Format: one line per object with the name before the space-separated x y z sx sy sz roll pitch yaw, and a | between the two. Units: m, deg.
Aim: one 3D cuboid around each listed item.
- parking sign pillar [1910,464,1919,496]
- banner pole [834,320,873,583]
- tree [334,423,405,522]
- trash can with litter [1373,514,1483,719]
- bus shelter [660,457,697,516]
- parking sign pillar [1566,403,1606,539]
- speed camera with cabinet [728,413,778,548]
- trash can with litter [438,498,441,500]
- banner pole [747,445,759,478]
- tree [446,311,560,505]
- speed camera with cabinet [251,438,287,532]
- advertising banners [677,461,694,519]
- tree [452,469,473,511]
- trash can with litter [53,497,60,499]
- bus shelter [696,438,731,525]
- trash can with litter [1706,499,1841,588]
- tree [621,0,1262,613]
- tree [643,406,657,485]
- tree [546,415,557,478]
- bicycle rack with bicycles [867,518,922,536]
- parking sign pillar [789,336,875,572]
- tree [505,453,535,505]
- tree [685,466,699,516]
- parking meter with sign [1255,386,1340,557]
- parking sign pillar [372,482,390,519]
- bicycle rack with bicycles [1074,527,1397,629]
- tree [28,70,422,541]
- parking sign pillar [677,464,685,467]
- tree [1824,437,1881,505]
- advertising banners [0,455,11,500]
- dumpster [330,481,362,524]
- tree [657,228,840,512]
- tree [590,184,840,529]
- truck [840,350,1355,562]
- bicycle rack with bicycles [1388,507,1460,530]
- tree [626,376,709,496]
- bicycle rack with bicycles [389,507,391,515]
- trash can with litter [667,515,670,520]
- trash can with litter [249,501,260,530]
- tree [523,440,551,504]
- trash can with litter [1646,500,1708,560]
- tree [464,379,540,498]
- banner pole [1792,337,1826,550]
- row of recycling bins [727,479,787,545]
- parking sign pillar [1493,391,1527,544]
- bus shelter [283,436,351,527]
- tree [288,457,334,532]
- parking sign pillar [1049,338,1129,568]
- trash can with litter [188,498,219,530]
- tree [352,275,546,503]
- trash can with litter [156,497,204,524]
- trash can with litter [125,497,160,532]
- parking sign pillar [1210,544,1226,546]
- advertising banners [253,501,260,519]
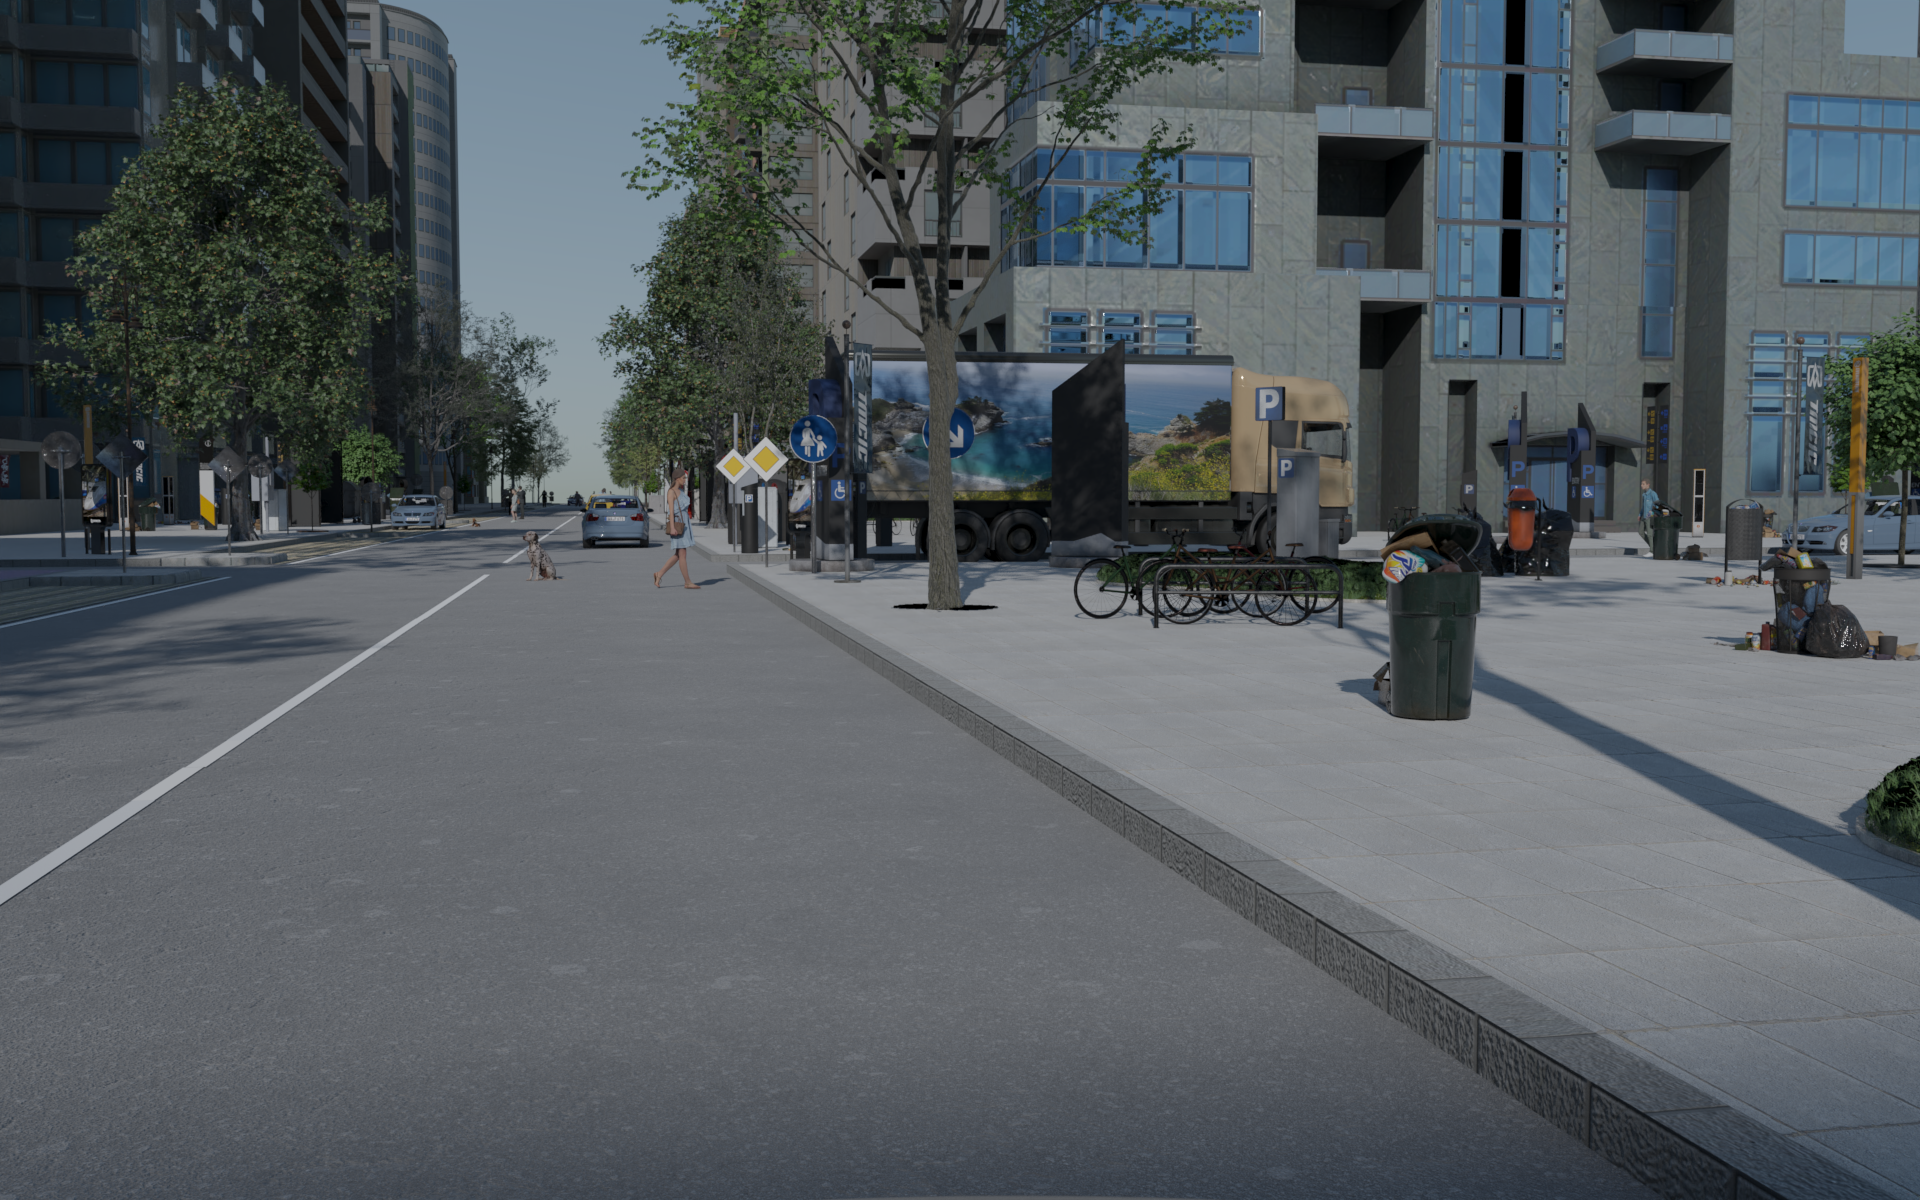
parking sign pillar | 40.880 -5.232 74.018 1.447 3.967 1.447 2 4 29
banner pole | -1.506 -2.153 25.217 0.401 3.779 0.863 2 4 33
tree | -27.081 -5.830 79.038 4.285 4.588 4.351 0 3 0
trash can with litter | 2.655 0.074 10.174 0.624 1.170 1.055 0 4 -2
bus shelter | -15.882 -6.359 97.889 2.014 3.302 5.546 -1 4 -11
parking sign pillar | 18.129 -3.796 50.540 1.447 3.967 1.447 0 4 3
speed camera with cabinet | -5.007 -2.904 41.816 0.660 3.252 2.038 -2 4 -26
trash can with litter | -32.281 -5.887 107.644 1.055 1.170 0.624 1 4 12
banner pole | -9.383 -5.395 78.227 0.863 3.779 0.401 2 4 24
tree | -48.280 -19.974 182.469 12.611 20.169 13.585 0 3 0
speed camera with cabinet | -23.721 -3.982 59.448 0.660 3.252 2.038 0 4 -4
advertising banners | -13.858 -5.654 88.632 0.090 3.025 2.074 2 4 26
tree | -38.517 -8.529 134.046 1.663 3.219 1.824 0 3 0
trash can with litter | -37.721 -3.735 72.459 0.624 1.170 1.055 -1 4 -13
bus shelter | -10.754 -5.159 75.625 1.731 3.624 6.357 -1 4 -11
trash can with litter | 11.524 -0.823 24.508 2.233 1.210 1.678 0 4 -4
tree | -0.265 -5.711 19.124 9.928 11.665 9.643 0 3 0
tree | -13.141 -8.088 82.600 4.360 8.622 3.978 0 3 0
tree | -62.256 -21.126 255.771 12.009 13.543 11.850 0 3 0
bicycle rack with bicycles | -1.602 -2.451 53.463 2.852 0.926 2.925 1 4 23
parking sign pillar | -2.161 -2.483 29.065 1.447 3.967 1.447 -1 4 -18
tree | -54.298 -16.049 212.763 4.737 8.622 4.395 0 3 0
tree | -16.216 -6.683 103.860 1.663 3.219 1.824 0 3 0
parking meter with sign | 5.652 -1.990 28.798 1.738 3.016 0.543 -3 5 -43
parking sign pillar | -30.237 -6.228 90.308 1.447 3.967 1.447 0 4 5
bicycle rack with bicycles | 2.614 -0.254 17.539 2.925 0.926 2.852 0 4 2
tree | -19.660 -7.954 47.057 9.611 12.733 9.660 0 3 0
parking sign pillar | -17.447 -7.388 109.259 1.447 3.967 1.447 -2 4 -29
tree | 24.976 -3.318 48.846 1.663 3.219 1.824 0 3 0
advertising banners | -40.912 -4.692 72.906 0.090 3.025 2.074 2 4 31
dumpster | -27.027 -4.298 76.027 1.264 1.857 1.865 -1 4 -12
tree | -5.436 -5.955 47.734 4.360 8.622 3.978 0 3 0
tree | -8.865 -8.994 64.062 9.611 12.733 9.660 0 3 0
truck | 3.085 -2.867 35.796 11.283 4.237 2.839 -1 4 -10
bicycle rack with bicycles | 12.787 -2.077 47.345 2.925 0.926 2.852 -2 4 -32
tree | -15.087 -8.649 91.771 4.737 8.622 4.395 0 3 0
bicycle rack with bicycles | -32.145 -5.452 102.527 2.925 0.926 2.852 -2 4 -31
trash can with litter | -13.938 -4.518 85.262 0.624 1.170 1.055 2 4 26
trash can with litter | -24.483 -3.052 61.282 1.055 1.170 0.624 0 4 -3
tree | -60.122 -18.121 246.644 4.360 8.622 3.978 0 3 0
trash can with litter | 13.950 -1.364 33.694 1.055 1.170 0.624 0 4 -1
tree | -44.559 -15.398 169.883 7.486 12.596 7.792 0 3 0
banner pole | 13.566 -2.308 27.756 0.863 3.779 0.401 -2 4 -29
row of recycling bins | -5.333 -2.358 45.674 1.069 1.692 3.534 1 4 10
parking sign pillar | 14.473 -3.454 44.941 1.447 3.967 1.447 1 4 17
bus shelter | -26.078 -4.842 70.451 1.731 3.624 6.357 -1 4 -12
tree | -21.955 -3.894 58.268 1.663 3.219 1.824 0 3 0
parking sign pillar | 2.289 -2.569 30.468 1.447 3.967 1.447 1 4 22
trash can with litter | -27.264 -3.120 62.397 1.055 1.170 0.624 -1 4 -22
tree | -29.805 -11.440 97.417 12.009 13.543 11.850 0 3 0
trash can with litter | -33.488 -3.849 73.995 2.233 1.210 1.678 0 4 4
trash can with litter | -28.063 -2.939 59.432 0.624 1.170 1.055 2 4 35
parking sign pillar | 6.946 -3.347 43.193 1.447 3.967 1.447 2 4 29
advertising banners | -35.048 -5.547 86.882 0.090 3.025 2.074 -3 5 -43
